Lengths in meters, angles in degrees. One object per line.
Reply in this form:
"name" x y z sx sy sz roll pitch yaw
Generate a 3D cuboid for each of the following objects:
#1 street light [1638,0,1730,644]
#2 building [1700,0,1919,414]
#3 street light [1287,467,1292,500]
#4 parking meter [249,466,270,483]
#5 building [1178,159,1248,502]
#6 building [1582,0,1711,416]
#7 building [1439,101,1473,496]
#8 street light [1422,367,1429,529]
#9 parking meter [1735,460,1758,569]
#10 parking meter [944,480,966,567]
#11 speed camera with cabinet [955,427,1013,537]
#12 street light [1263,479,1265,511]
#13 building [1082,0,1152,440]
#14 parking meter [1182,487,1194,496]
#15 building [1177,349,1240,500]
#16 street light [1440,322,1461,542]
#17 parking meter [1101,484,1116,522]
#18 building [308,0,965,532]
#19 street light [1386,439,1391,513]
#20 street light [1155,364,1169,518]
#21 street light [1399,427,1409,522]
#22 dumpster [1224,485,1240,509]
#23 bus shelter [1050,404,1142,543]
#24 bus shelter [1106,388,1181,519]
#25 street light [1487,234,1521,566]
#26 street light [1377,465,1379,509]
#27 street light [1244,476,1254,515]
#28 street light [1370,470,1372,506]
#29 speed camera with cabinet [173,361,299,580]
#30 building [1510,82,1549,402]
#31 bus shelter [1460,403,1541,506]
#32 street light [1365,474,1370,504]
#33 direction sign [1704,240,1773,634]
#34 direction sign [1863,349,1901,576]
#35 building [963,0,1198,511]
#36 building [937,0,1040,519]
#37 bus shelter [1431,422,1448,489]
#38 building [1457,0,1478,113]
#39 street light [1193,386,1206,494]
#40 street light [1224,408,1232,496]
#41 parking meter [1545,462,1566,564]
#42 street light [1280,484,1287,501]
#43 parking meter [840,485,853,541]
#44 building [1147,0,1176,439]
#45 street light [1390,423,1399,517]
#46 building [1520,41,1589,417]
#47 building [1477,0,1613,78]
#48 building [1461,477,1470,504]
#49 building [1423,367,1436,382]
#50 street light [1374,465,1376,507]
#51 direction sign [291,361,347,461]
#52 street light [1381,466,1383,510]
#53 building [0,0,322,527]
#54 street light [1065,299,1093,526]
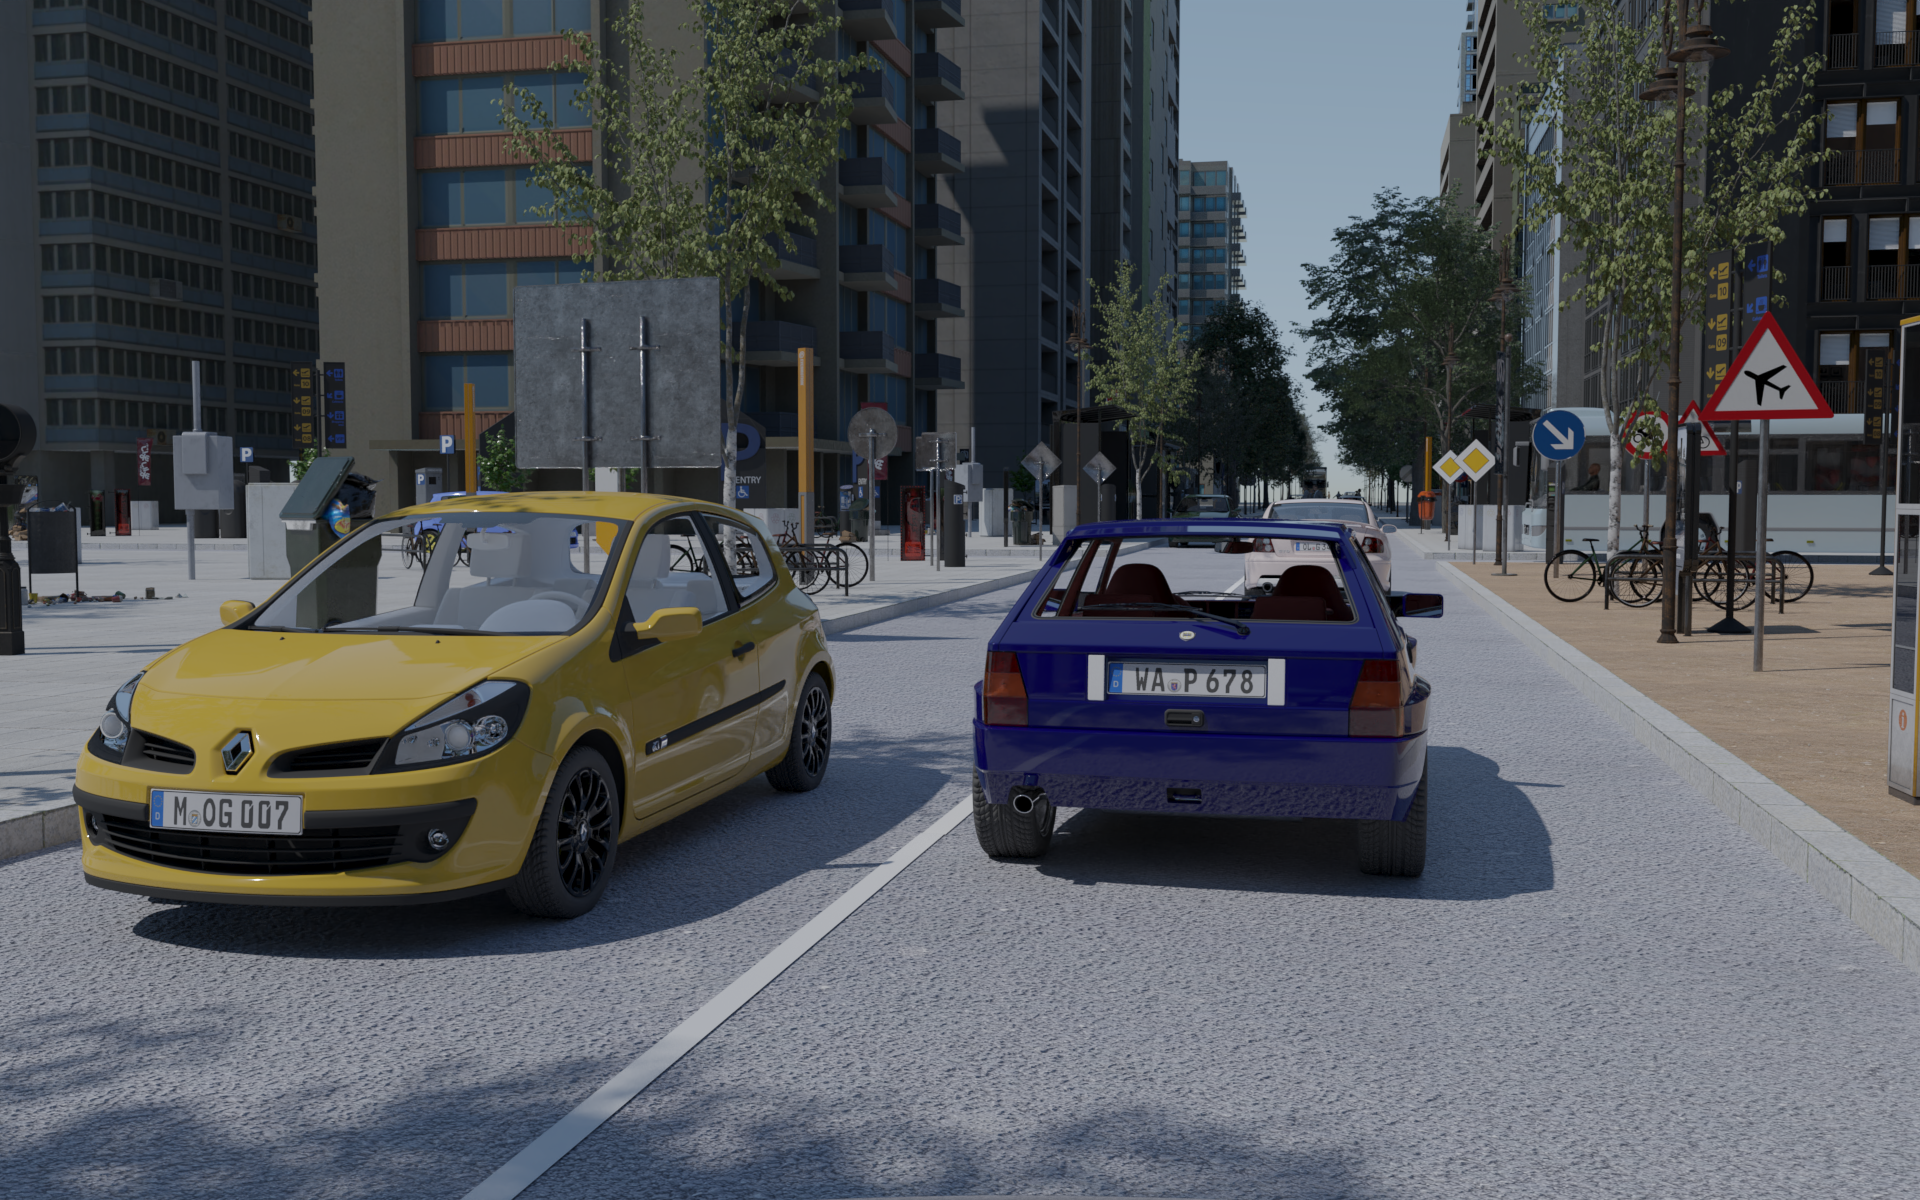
"street light" 6.098 -2.566 14.743 0.468 5.910 1.993 1 4 13
"building" 30.534 -13.375 48.359 15.834 23.373 12.332 1 4 13
"street light" 34.263 -12.754 181.317 0.468 5.910 1.993 1 4 13
"parking meter" -14.485 -1.845 35.876 0.399 1.863 0.255 2 4 31
"building" 29.734 -38.595 250.630 23.786 49.044 30.456 1 4 13
"building" 36.818 -17.372 77.541 14.314 27.812 24.014 1 4 13
"building" 69.125 -35.778 208.675 21.300 48.544 21.600 1 4 13
"street light" 16.935 -5.521 63.052 0.468 5.910 1.993 1 4 13
"parking meter" 13.525 -1.476 29.837 0.255 1.863 0.399 0 4 -1
"parking meter" -0.091 -1.348 30.454 0.372 1.533 0.369 0 3 0
"speed camera with cabinet" 0.727 -3.524 51.957 0.660 3.252 2.038 3 5 43
"street light" 23.203 -9.750 132.197 0.468 5.910 1.993 1 4 13
"building" 5.908 -26.969 124.531 14.154 41.232 14.086 1 4 13
"parking meter" 8.531 -3.434 64.557 0.372 1.533 0.369 0 3 0
"building" 21.188 -23.098 222.685 27.650 21.520 28.899 1 4 13
"street light" 13.195 -4.520 46.695 0.468 5.910 1.993 1 4 13
"parking meter" 3.794 -2.194 44.286 0.372 1.533 0.369 0 3 0
"building" -12.179 -25.243 67.344 22.147 44.769 28.867 1 4 13
"street light" 27.949 -8.520 112.085 0.468 5.910 1.993 1 4 13
"street light" 6.790 -5.232 58.336 0.468 5.910 1.993 1 4 13
"street light" 20.548 -6.522 79.421 0.468 5.910 1.993 1 4 13
"dumpster" 17.733 -6.619 113.973 1.264 1.857 1.865 1 4 13
"bus shelter" 3.853 -3.498 48.476 1.731 3.624 6.357 1 4 13
"bus shelter" 7.129 -5.513 67.776 2.179 5.291 8.768 1 4 13
"street light" 9.684 -3.558 30.963 0.468 5.910 1.993 1 4 13
"street light" 33.454 -10.062 137.299 0.468 5.910 1.993 1 4 13
"street light" 17.746 -8.229 107.337 0.468 5.910 1.993 1 4 13
"street light" 40.707 -12.048 169.778 0.468 5.910 1.993 1 4 13
"speed camera with cabinet" -10.677 -1.939 26.039 2.038 3.252 0.660 0 4 0
"building" 46.476 -21.531 123.730 14.160 30.474 14.107 1 4 13
"bus shelter" 14.766 -3.440 47.520 1.731 3.624 6.357 1 4 13
"street light" 48.064 -14.068 202.798 0.468 5.910 1.993 1 4 13
"direction sign" 7.142 -1.466 15.972 0.379 3.537 0.876 -1 4 -13
"direction sign" 14.600 -2.160 27.321 0.876 3.537 0.379 -1 4 -17
"building" 12.790 -44.630 167.950 20.563 71.187 20.611 1 4 13
"building" -1.592 -40.331 97.661 20.563 71.187 20.611 1 4 13
"bus shelter" 25.383 -7.092 93.592 2.179 5.291 8.768 1 4 13
"building" 75.896 -56.291 233.036 22.319 86.520 31.000 1 4 13
"street light" 10.293 -6.226 74.575 0.468 5.910 1.993 1 4 13
"street light" 14.087 -7.238 91.132 0.468 5.910 1.993 1 4 13
"parking meter" 10.917 -1.593 31.752 0.255 1.863 0.399 2 4 31
"street light" 30.565 -11.750 164.897 0.468 5.910 1.993 1 4 13
"parking meter" -3.094 -2.379 47.304 0.372 1.533 0.369 0 3 0
"building" 3.623 -34.050 145.948 28.713 52.752 27.495 1 4 13
"street light" 24.264 -7.529 95.887 0.468 5.910 1.993 1 4 13
"building" 39.540 -17.216 99.497 12.078 24.808 19.932 1 4 13
"building" 53.434 -31.591 140.210 21.300 48.544 21.600 1 4 13
"building" 64.101 -28.717 161.402 32.217 40.220 23.993 1 4 13
"building" 76.006 -29.730 257.788 14.160 30.474 14.107 1 4 13
"street light" 37.107 -11.053 153.504 0.468 5.910 1.993 1 4 13
"direction sign" -10.977 -2.307 29.711 0.876 3.537 0.379 -1 4 -11
"street light" 29.721 -9.023 120.314 0.468 5.910 1.993 1 4 13
"building" -43.354 -23.439 75.103 23.993 40.220 32.217 1 4 13
"street light" 2.833 -4.189 41.276 0.468 5.910 1.993 1 4 13
